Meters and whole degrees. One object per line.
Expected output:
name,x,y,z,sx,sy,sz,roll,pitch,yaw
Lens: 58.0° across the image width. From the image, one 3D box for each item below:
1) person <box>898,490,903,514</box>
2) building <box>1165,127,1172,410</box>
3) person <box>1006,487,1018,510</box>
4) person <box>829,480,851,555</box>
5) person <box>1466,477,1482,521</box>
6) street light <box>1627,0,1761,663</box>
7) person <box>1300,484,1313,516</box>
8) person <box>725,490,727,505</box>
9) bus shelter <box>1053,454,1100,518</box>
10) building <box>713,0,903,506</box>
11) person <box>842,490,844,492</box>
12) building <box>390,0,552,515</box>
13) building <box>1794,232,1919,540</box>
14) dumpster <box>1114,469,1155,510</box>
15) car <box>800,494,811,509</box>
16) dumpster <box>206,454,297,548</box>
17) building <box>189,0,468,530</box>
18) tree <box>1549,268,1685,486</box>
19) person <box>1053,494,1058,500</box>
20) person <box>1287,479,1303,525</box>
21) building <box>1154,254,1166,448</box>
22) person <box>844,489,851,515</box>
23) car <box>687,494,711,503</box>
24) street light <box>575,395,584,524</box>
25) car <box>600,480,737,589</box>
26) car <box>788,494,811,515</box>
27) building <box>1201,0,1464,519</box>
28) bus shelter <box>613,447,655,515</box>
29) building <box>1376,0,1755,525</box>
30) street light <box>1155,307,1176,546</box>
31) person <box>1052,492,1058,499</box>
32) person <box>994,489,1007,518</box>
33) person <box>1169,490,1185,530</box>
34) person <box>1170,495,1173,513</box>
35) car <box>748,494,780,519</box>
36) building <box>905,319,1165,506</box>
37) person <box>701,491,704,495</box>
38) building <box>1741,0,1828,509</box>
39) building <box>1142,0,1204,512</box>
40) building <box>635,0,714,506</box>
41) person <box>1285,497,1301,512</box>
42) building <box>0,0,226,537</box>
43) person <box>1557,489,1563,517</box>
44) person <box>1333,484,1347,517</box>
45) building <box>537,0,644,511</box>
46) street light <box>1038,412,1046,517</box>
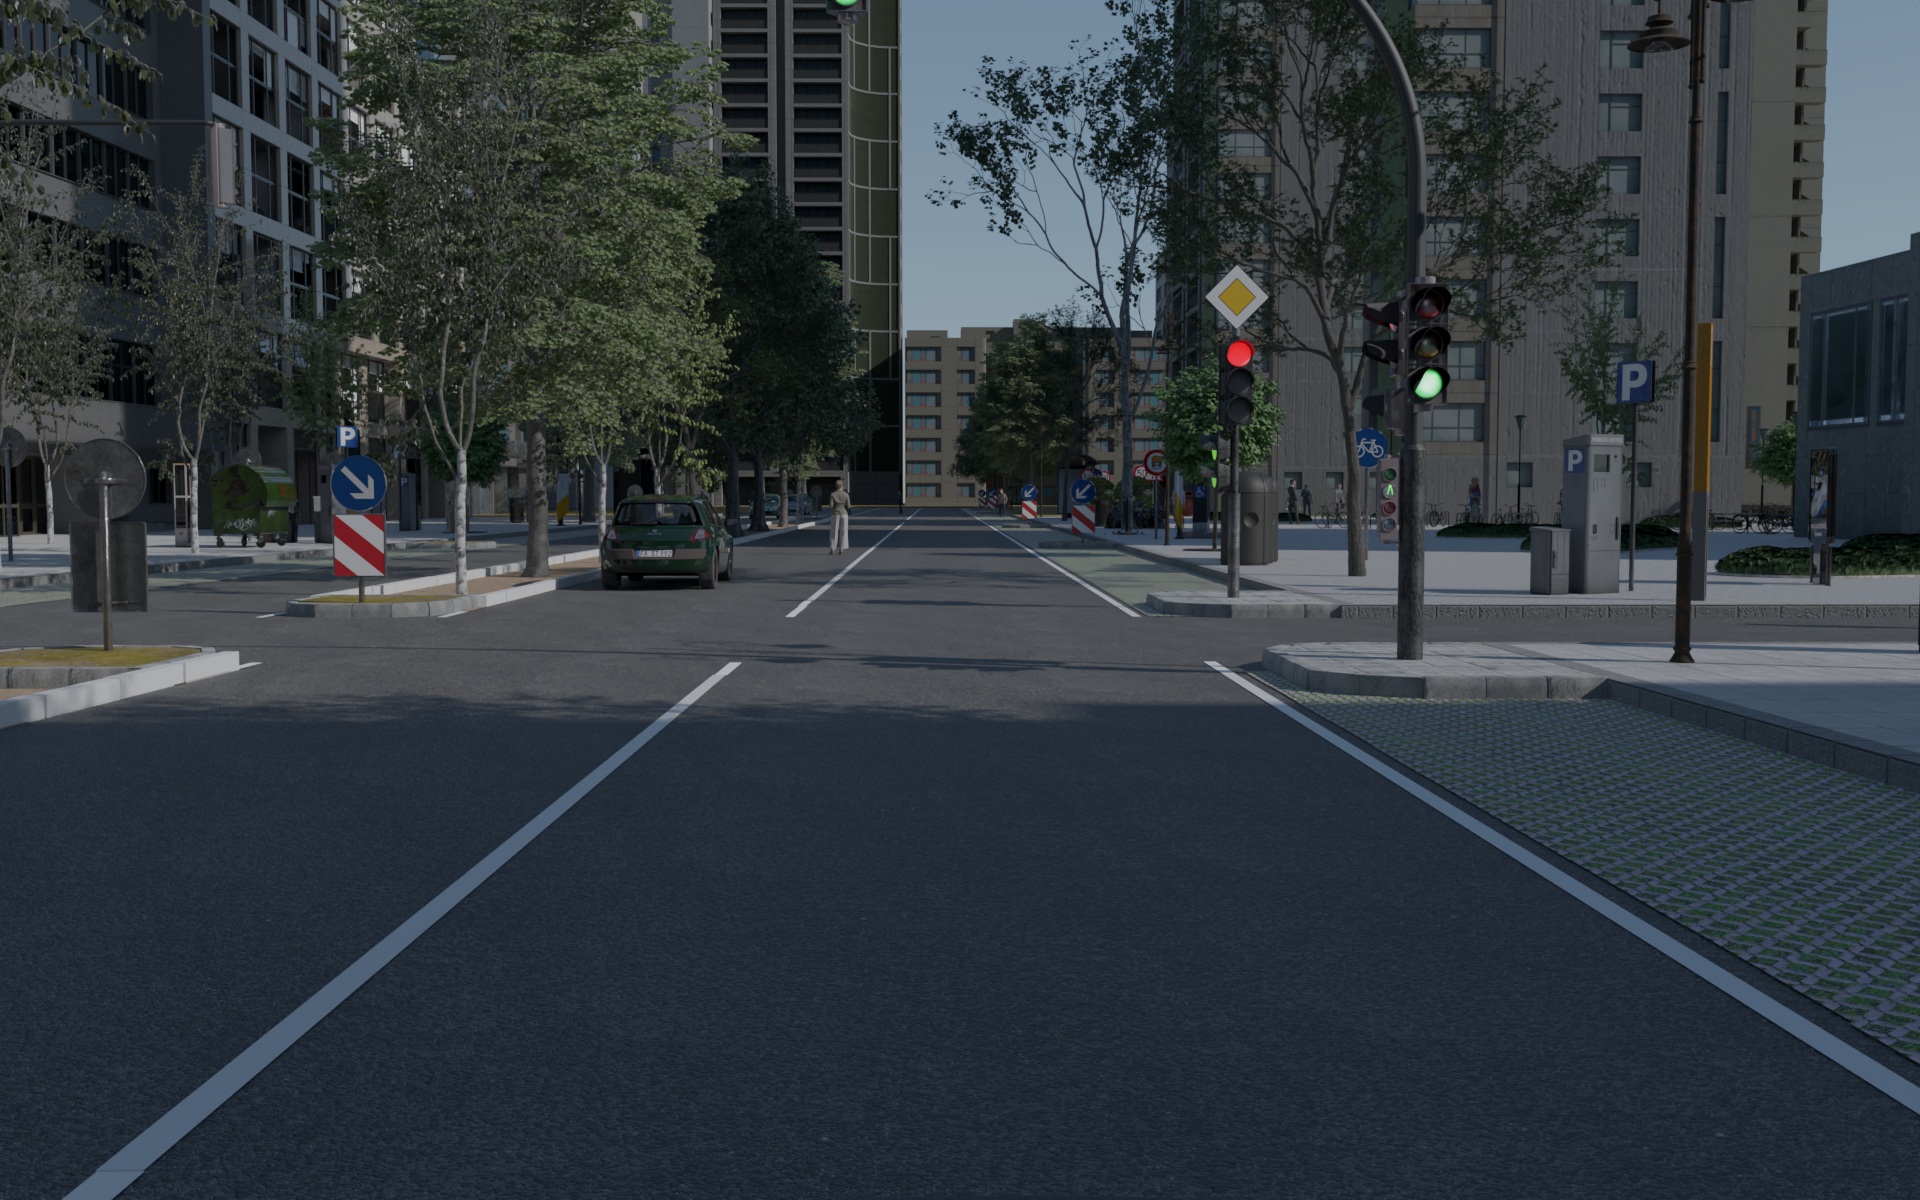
person,-4.376,-7.166,126.578,0.530,1.710,0.541,2,4,24
building,30.821,-27.998,149.654,32.217,40.220,23.993,0,4,-1
person,4.186,-8.265,141.174,1.348,1.824,0.705,-3,5,-41
person,-2.852,-1.950,40.934,0.519,1.759,0.362,-1,4,-8
person,16.869,-3.106,56.805,0.573,1.828,0.580,-1,4,-10
street light,5.506,-2.461,13.030,0.468,5.910,1.993,0,4,-1
person,18.008,-5.117,89.887,0.661,1.801,0.590,0,4,-1
person,-19.802,-8.650,147.916,0.568,1.767,0.683,-2,4,-24
bus shelter,6.040,-5.885,90.146,2.014,3.302,5.546,0,4,-1
building,-17.085,-46.613,200.374,20.611,71.187,20.563,0,4,-1
person,-11.651,-10.018,172.287,1.348,1.826,0.705,-1,4,-21
building,-39.667,-30.074,111.325,23.786,49.044,30.456,0,4,-1
building,39.033,-44.426,39.030,31.000,86.520,22.319,0,4,-1
dumpster,6.938,-4.048,68.675,1.502,2.255,1.985,0,4,-1
car,-15.084,-9.536,164.713,1.959,1.807,4.718,0,4,0
dumpster,-17.126,-2.407,41.854,1.502,2.255,1.985,0,4,-1
building,-36.801,-16.762,78.582,19.350,26.468,34.151,0,4,-1
tree,21.219,-6.489,56.458,4.737,8.622,4.395,0,3,0
person,8.232,-8.354,143.363,1.217,1.736,0.721,-1,4,-23
person,14.055,-4.124,72.829,0.474,1.900,0.648,-2,4,-31
building,30.037,-26.102,198.474,14.107,30.474,14.160,0,4,-1
person,-7.579,-6.543,115.925,0.683,1.767,0.568,3,5,39
car,-14.192,-5.031,92.048,2.009,1.686,4.222,0,4,-2
street light,-16.146,-6.158,73.477,0.468,5.910,1.993,0,4,-1
car,-4.585,-1.080,27.446,2.009,1.686,4.222,0,4,-3
car,-11.296,-6.570,119.427,2.014,1.417,4.499,0,4,0
building,22.109,-25.999,108.671,14.154,41.232,14.086,0,4,-1
bus shelter,-16.665,-6.054,90.266,1.731,3.624,6.357,0,4,-1
building,25.358,-24.064,77.049,14.154,41.232,14.086,0,4,-1
street light,5.150,-4.288,42.896,0.468,5.910,1.993,0,4,-1
person,6.783,-6.726,116.011,1.348,1.824,0.705,0,4,3
person,2.462,-5.874,105.073,0.617,1.759,0.750,2,4,27
person,7.803,-3.409,62.457,0.731,1.740,0.598,1,4,22
person,14.196,-6.648,114.603,0.709,1.838,0.599,-3,4,-38
car,-11.162,-5.428,100.552,2.131,1.459,4.920,0,4,0
building,8.175,-22.043,205.437,28.899,21.520,27.650,0,4,-1
person,-26.020,-10.133,174.898,1.217,1.735,0.721,-1,4,-14
building,62.545,-32.261,151.170,21.600,48.544,21.300,0,4,-1
building,24.824,-42.043,125.652,20.563,71.187,20.611,0,4,-1
building,-41.491,-40.259,200.232,28.212,58.520,21.231,0,4,-1
person,18.003,-5.038,93.909,1.012,1.151,0.738,-1,4,-14
building,-32.990,-13.919,46.637,14.314,24.678,30.058,0,4,-1
person,15.779,-2.323,44.855,0.563,1.720,0.643,-1,4,-14
person,20.067,-5.225,91.661,0.709,1.800,0.728,-2,4,-35
building,-41.954,-34.087,146.554,27.495,52.752,28.713,0,4,-1
street light,4.513,-7.546,96.169,0.468,5.910,1.993,0,4,-1
